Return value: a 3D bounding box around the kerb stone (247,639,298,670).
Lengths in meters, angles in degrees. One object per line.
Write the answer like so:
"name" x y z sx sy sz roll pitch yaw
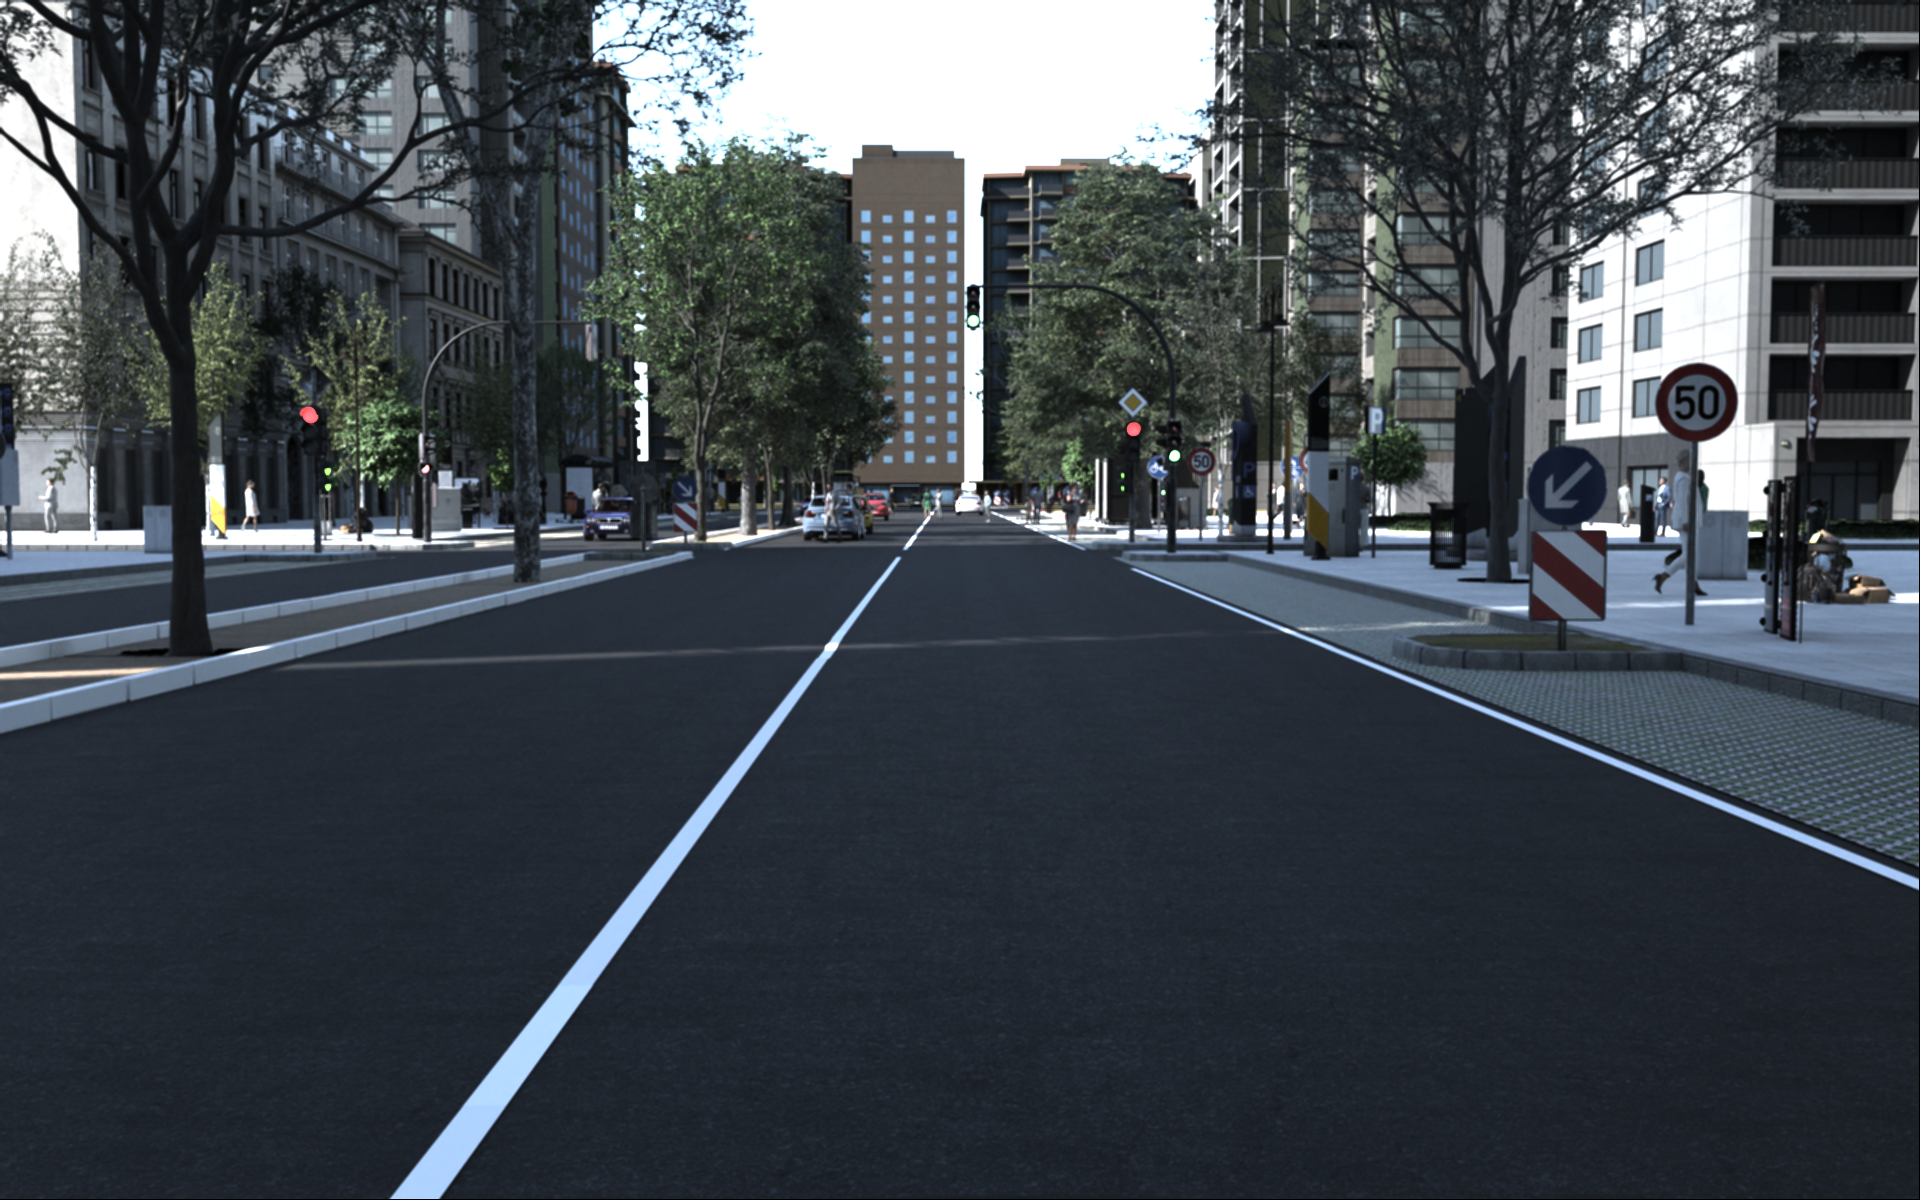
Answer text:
"kerb stone" -5.837 0.469 14.555 0.120 0.150 1.000 0 4 0

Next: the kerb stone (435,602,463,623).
"kerb stone" -5.872 0.154 19.675 0.120 0.150 1.000 0 4 0

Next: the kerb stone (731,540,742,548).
"kerb stone" -6.082 -1.501 46.838 0.120 0.150 1.000 0 4 0

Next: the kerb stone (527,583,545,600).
"kerb stone" -5.908 -0.095 23.780 0.120 0.150 1.000 0 4 0

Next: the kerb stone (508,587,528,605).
"kerb stone" -5.887 -0.034 22.753 0.120 0.150 1.000 0 4 0

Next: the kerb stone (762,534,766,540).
"kerb stone" -6.129 -1.883 52.981 0.120 0.150 1.000 0 4 0

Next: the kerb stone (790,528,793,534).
"kerb stone" -6.199 -2.446 62.212 0.120 0.150 1.000 0 4 0

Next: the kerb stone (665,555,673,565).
"kerb stone" -5.991 -0.782 35.030 0.120 0.150 1.000 0 4 0

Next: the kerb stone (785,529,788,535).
"kerb stone" -6.185 -2.322 60.167 0.120 0.150 1.000 0 4 0

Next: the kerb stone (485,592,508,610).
"kerb stone" -5.894 0.030 21.727 0.120 0.150 1.000 0 4 0

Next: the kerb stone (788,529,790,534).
"kerb stone" -6.189 -2.376 61.190 0.120 0.150 1.000 0 4 0

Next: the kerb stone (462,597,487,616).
"kerb stone" -5.884 0.091 20.703 0.120 0.150 1.000 0 4 0

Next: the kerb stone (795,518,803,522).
"kerb stone" -8.522 -4.264 91.906 0.120 0.150 1.000 0 4 0

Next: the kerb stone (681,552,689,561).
"kerb stone" -6.002 -0.909 37.085 0.120 0.150 1.000 0 4 0

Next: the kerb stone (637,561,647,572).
"kerb stone" -5.966 -0.596 31.955 0.120 0.150 1.000 0 4 0

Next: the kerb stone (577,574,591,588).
"kerb stone" -5.928 -0.276 26.846 0.120 0.150 1.000 0 4 0

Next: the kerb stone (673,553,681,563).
"kerb stone" -6.001 -0.838 36.052 0.120 0.150 1.000 0 4 0

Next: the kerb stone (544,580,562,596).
"kerb stone" -5.914 -0.159 24.801 0.120 0.150 1.000 0 4 0

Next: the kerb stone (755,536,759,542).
"kerb stone" -6.110 -1.757 50.929 0.120 0.150 1.000 0 4 0

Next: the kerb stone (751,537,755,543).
"kerb stone" -6.109 -1.690 49.907 0.120 0.150 1.000 0 4 0

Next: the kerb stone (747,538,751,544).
"kerb stone" -6.100 -1.632 48.885 0.120 0.150 1.000 0 4 0

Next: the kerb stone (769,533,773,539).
"kerb stone" -6.147 -2.009 55.037 0.120 0.150 1.000 0 4 0

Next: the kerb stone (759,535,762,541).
"kerb stone" -6.123 -1.820 51.951 0.120 0.150 1.000 0 4 0

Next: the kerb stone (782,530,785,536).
"kerb stone" -6.176 -2.257 59.145 0.120 0.150 1.000 0 4 0

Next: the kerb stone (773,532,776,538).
"kerb stone" -6.150 -2.072 56.069 0.120 0.150 1.000 0 4 0

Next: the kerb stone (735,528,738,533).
"kerb stone" -8.308 -2.509 63.223 0.120 0.150 1.000 0 4 0

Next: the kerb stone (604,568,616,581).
"kerb stone" -5.944 -0.409 28.889 0.120 0.150 1.000 0 4 0

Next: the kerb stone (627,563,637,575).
"kerb stone" -5.957 -0.531 30.933 0.120 0.150 1.000 0 4 0

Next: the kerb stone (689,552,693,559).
"kerb stone" -6.017 -0.973 38.107 0.120 0.150 1.000 0 4 0

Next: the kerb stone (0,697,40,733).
"kerb stone" -5.803 0.719 10.444 0.120 0.150 1.000 0 4 0

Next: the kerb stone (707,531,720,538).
"kerb stone" -8.276 -2.194 58.086 0.120 0.150 1.000 0 4 0

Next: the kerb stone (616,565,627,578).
"kerb stone" -5.956 -0.471 29.911 0.120 0.150 1.000 0 4 0

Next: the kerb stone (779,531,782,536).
"kerb stone" -6.161 -2.197 58.122 0.120 0.150 1.000 0 4 0

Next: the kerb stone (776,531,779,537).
"kerb stone" -6.166 -2.131 57.095 0.120 0.150 1.000 0 4 0

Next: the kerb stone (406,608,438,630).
"kerb stone" -5.861 0.217 18.651 0.120 0.150 1.000 0 4 0

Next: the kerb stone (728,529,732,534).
"kerb stone" -8.283 -2.384 61.174 0.120 0.150 1.000 0 4 0

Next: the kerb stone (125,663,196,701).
"kerb stone" -5.811 0.593 12.495 0.120 0.150 1.000 0 4 0

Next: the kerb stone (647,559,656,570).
"kerb stone" -5.973 -0.656 32.982 0.120 0.150 1.000 0 4 0

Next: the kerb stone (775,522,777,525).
"kerb stone" -8.409 -3.381 77.554 0.120 0.150 1.000 0 4 0

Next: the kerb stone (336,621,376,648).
"kerb stone" -5.853 0.342 16.603 0.120 0.150 1.000 0 4 0

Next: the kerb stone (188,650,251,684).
"kerb stone" -5.821 0.530 13.533 0.120 0.150 1.000 0 4 0

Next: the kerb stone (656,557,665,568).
"kerb stone" -5.978 -0.722 34.008 0.120 0.150 1.000 0 4 0

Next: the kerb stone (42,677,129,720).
"kerb stone" -5.814 0.656 11.466 0.120 0.150 1.000 0 4 0

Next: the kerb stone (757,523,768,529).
"kerb stone" -8.378 -3.131 73.463 0.120 0.150 1.000 0 4 0

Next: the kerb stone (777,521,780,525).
"kerb stone" -8.437 -3.572 80.633 0.120 0.150 1.000 0 4 0

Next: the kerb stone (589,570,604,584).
"kerb stone" -5.934 -0.347 27.867 0.120 0.150 1.000 0 4 0

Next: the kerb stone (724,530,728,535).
"kerb stone" -8.281 -2.319 60.130 0.120 0.150 1.000 0 4 0

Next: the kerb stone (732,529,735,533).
"kerb stone" -8.304 -2.445 62.197 0.120 0.150 1.000 0 4 0

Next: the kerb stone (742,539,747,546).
"kerb stone" -6.084 -1.570 47.860 0.120 0.150 1.000 0 4 0

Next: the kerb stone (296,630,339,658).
"kerb stone" -5.846 0.407 15.578 0.120 0.150 1.000 0 4 0

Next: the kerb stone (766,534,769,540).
"kerb stone" -6.143 -1.944 54.010 0.120 0.150 1.000 0 4 0

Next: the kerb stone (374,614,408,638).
"kerb stone" -5.859 0.280 17.625 0.120 0.150 1.000 0 4 0

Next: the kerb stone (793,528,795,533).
"kerb stone" -6.205 -2.510 63.234 0.120 0.150 1.000 0 4 0

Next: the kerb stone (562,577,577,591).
"kerb stone" -5.918 -0.222 25.823 0.120 0.150 1.000 0 4 0

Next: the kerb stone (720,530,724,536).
"kerb stone" -8.278 -2.258 59.108 0.120 0.150 1.000 0 4 0
